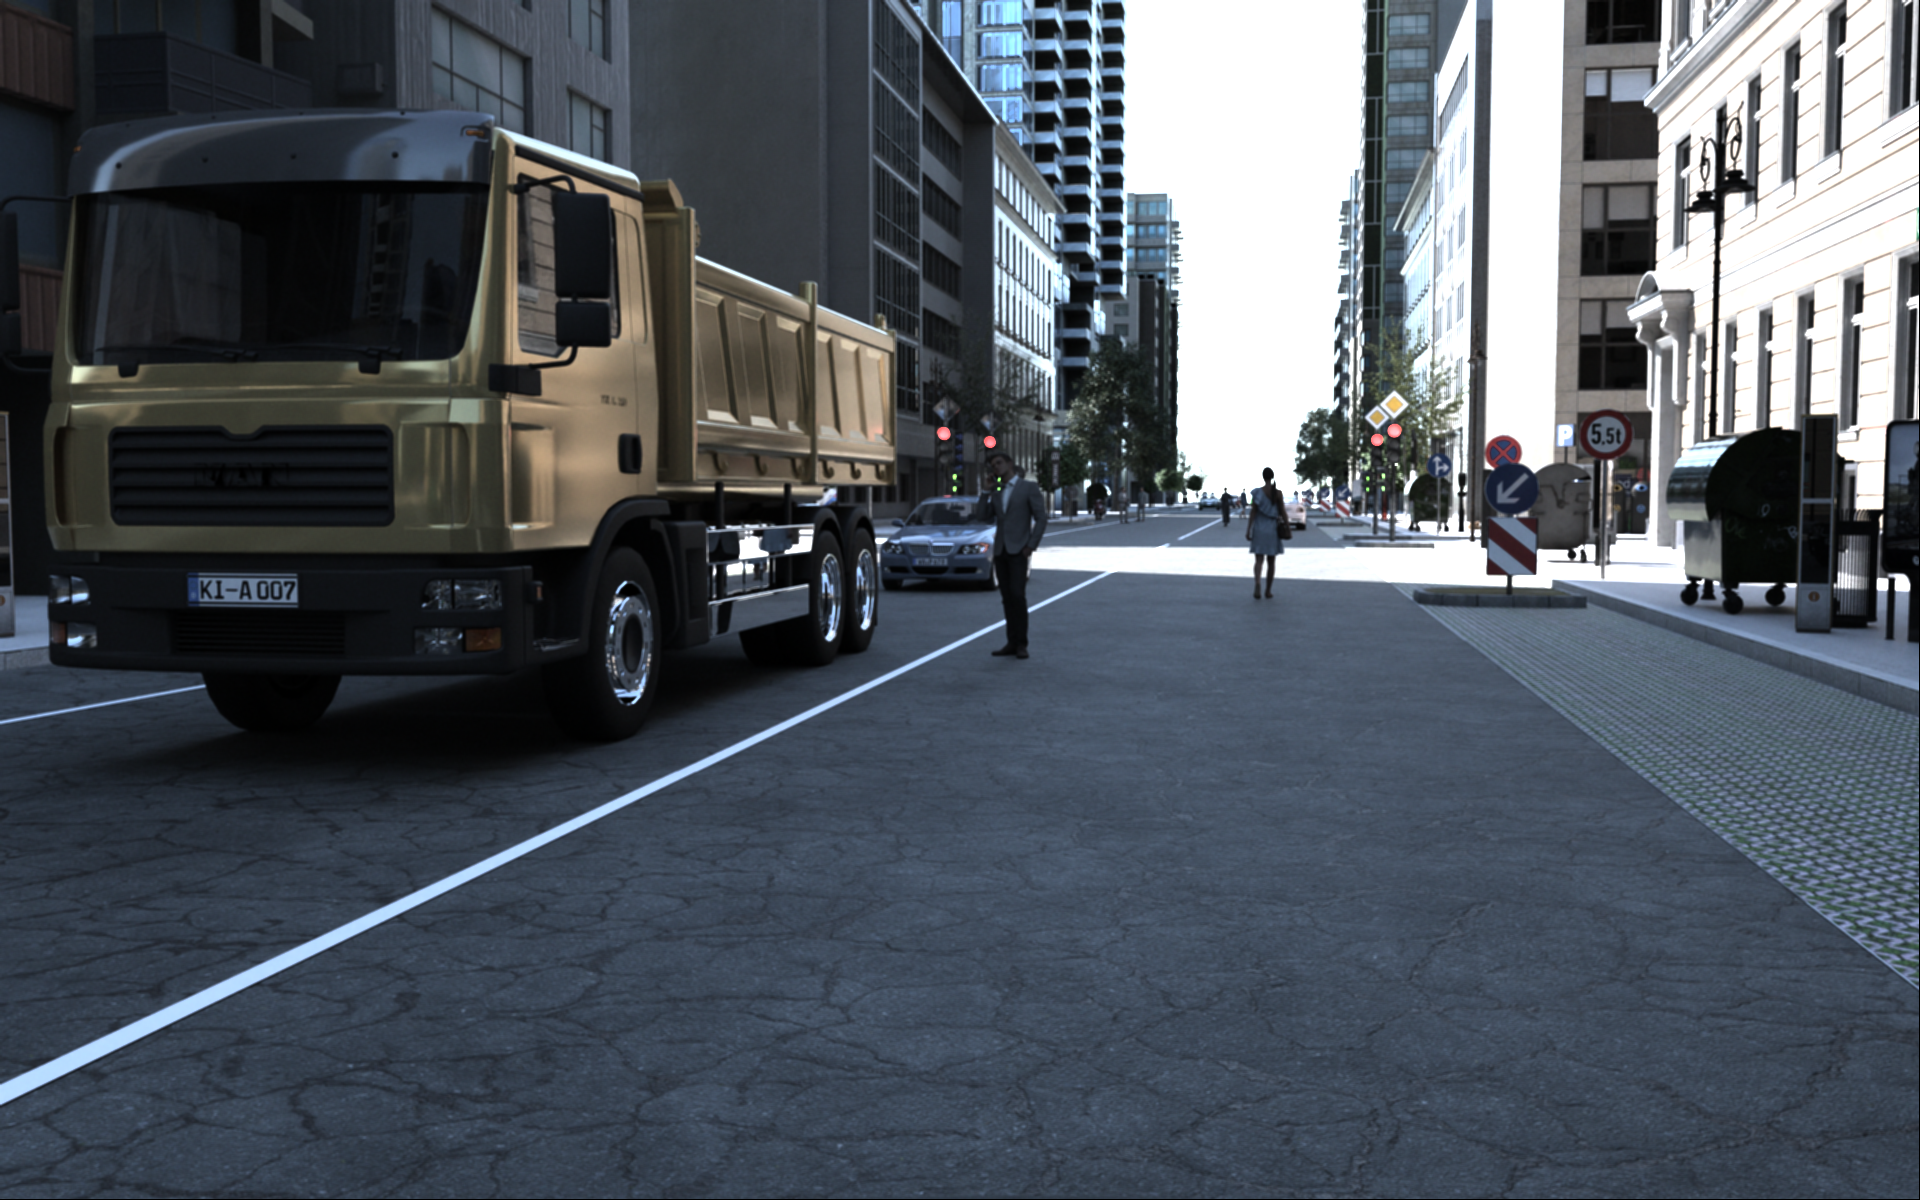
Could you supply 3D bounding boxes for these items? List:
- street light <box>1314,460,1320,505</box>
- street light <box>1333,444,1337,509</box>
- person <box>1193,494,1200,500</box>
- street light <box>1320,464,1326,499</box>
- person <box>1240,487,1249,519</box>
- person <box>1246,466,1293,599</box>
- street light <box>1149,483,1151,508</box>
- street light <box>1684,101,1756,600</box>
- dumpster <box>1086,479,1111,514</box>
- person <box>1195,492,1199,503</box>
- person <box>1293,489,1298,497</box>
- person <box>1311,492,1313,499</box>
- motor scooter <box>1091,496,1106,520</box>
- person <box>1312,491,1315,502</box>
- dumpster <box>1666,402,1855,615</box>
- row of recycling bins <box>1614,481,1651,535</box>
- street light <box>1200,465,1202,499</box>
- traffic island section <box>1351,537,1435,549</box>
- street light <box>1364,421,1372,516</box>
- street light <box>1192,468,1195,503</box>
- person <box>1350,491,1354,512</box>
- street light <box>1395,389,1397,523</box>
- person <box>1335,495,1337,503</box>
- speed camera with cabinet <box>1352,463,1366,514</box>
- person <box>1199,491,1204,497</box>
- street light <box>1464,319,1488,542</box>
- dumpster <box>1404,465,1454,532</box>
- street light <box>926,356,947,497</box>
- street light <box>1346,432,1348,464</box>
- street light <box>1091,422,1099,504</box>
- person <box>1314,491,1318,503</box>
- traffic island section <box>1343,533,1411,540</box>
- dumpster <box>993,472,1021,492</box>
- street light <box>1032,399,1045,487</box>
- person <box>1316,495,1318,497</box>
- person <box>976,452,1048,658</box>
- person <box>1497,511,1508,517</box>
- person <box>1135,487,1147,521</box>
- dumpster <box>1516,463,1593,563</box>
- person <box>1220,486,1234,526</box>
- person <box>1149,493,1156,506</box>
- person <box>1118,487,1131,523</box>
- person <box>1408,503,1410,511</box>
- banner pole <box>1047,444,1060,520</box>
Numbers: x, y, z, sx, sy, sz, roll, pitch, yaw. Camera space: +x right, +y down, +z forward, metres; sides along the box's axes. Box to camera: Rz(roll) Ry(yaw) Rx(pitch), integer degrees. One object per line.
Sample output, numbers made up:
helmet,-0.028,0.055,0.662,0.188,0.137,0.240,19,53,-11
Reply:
street light,42.102,-14.068,202.793,0.468,5.910,1.993,1,4,10
street light,32.975,-10.987,152.422,0.468,5.910,1.993,1,4,10
person,34.824,-15.153,254.500,1.217,1.736,0.721,2,4,23
street light,37.525,-12.544,177.884,0.468,5.910,1.993,1,4,10
person,16.511,-5.655,100.981,0.654,1.822,0.581,-2,4,-26
person,4.217,-0.920,23.644,0.616,1.811,0.778,1,4,18
street light,17.308,-11.308,157.677,0.468,5.910,1.993,1,4,10
street light,9.118,-2.944,20.926,0.468,5.910,1.993,1,4,10
dumpster,8.877,-6.683,111.753,1.502,2.255,1.985,1,4,10
person,34.518,-15.093,252.673,0.709,1.838,0.599,1,4,18
person,23.068,-6.753,119.404,0.515,1.767,0.782,3,4,37
person,56.265,-16.509,276.677,1.217,1.743,0.721,-1,4,-13
motor scooter,7.599,-5.010,94.698,0.815,1.314,1.986,1,4,11
person,55.234,-16.153,270.692,0.434,1.755,0.990,2,4,26
dumpster,8.772,-1.014,19.068,1.502,2.255,1.985,1,4,10
row of recycling bins,22.049,-2.917,54.799,3.534,1.692,1.069,2,4,33
street light,36.832,-17.886,265.222,0.468,5.910,1.993,1,4,10
traffic island section,11.726,-1.506,46.909,2.009,0.180,2.903,1,4,10
street light,23.901,-7.887,101.743,0.468,5.910,1.993,1,4,10
street light,32.311,-16.362,240.302,0.468,5.910,1.993,1,4,10
person,28.454,-7.281,125.292,0.606,1.804,0.583,0,4,2
street light,19.240,-6.347,76.568,0.468,5.910,1.993,1,4,10
person,49.537,-13.582,228.769,0.551,1.740,0.621,-3,5,-42
speed camera with cabinet,25.397,-7.074,109.999,0.660,3.252,2.038,2,4,24
person,32.193,-13.519,229.550,1.348,1.821,0.705,1,4,19
street light,13.667,-4.479,46.022,0.468,5.910,1.993,1,4,10
dumpster,16.096,-3.484,59.461,1.502,2.255,1.985,1,4,10
street light,-0.798,-5.213,58.027,0.468,5.910,1.993,1,4,10
street light,28.283,-9.416,126.742,0.468,5.910,1.993,1,4,10
street light,8.448,-8.308,108.616,0.468,5.910,1.993,1,4,10
person,52.372,-15.134,254.274,1.217,1.735,0.721,-2,4,-34
traffic island section,13.154,-1.987,54.766,2.009,0.180,2.903,1,4,10
dumpster,2.055,-4.389,74.251,1.502,2.255,1.985,1,4,10
street light,3.791,-6.756,83.242,0.468,5.910,1.993,1,4,10
person,49.950,-14.257,239.969,1.217,1.723,0.721,3,5,42
person,0.453,-0.405,15.296,0.473,1.802,0.592,-3,4,-36
person,17.312,-3.016,55.461,0.694,1.812,0.767,0,4,5
person,9.548,-5.042,91.029,0.635,1.810,0.391,3,5,39
dumpster,11.328,-1.673,33.104,1.264,1.857,1.865,1,4,10
person,11.900,-4.181,77.278,0.576,1.772,0.534,-2,4,-31
person,20.321,-10.758,182.493,0.990,1.755,0.434,-2,4,-34
person,8.114,-4.691,85.392,0.583,1.804,0.606,3,5,41
person,23.565,-5.163,90.554,0.679,1.850,0.850,-3,5,-45
banner pole,4.878,-6.170,90.902,0.401,3.779,0.863,1,4,21
